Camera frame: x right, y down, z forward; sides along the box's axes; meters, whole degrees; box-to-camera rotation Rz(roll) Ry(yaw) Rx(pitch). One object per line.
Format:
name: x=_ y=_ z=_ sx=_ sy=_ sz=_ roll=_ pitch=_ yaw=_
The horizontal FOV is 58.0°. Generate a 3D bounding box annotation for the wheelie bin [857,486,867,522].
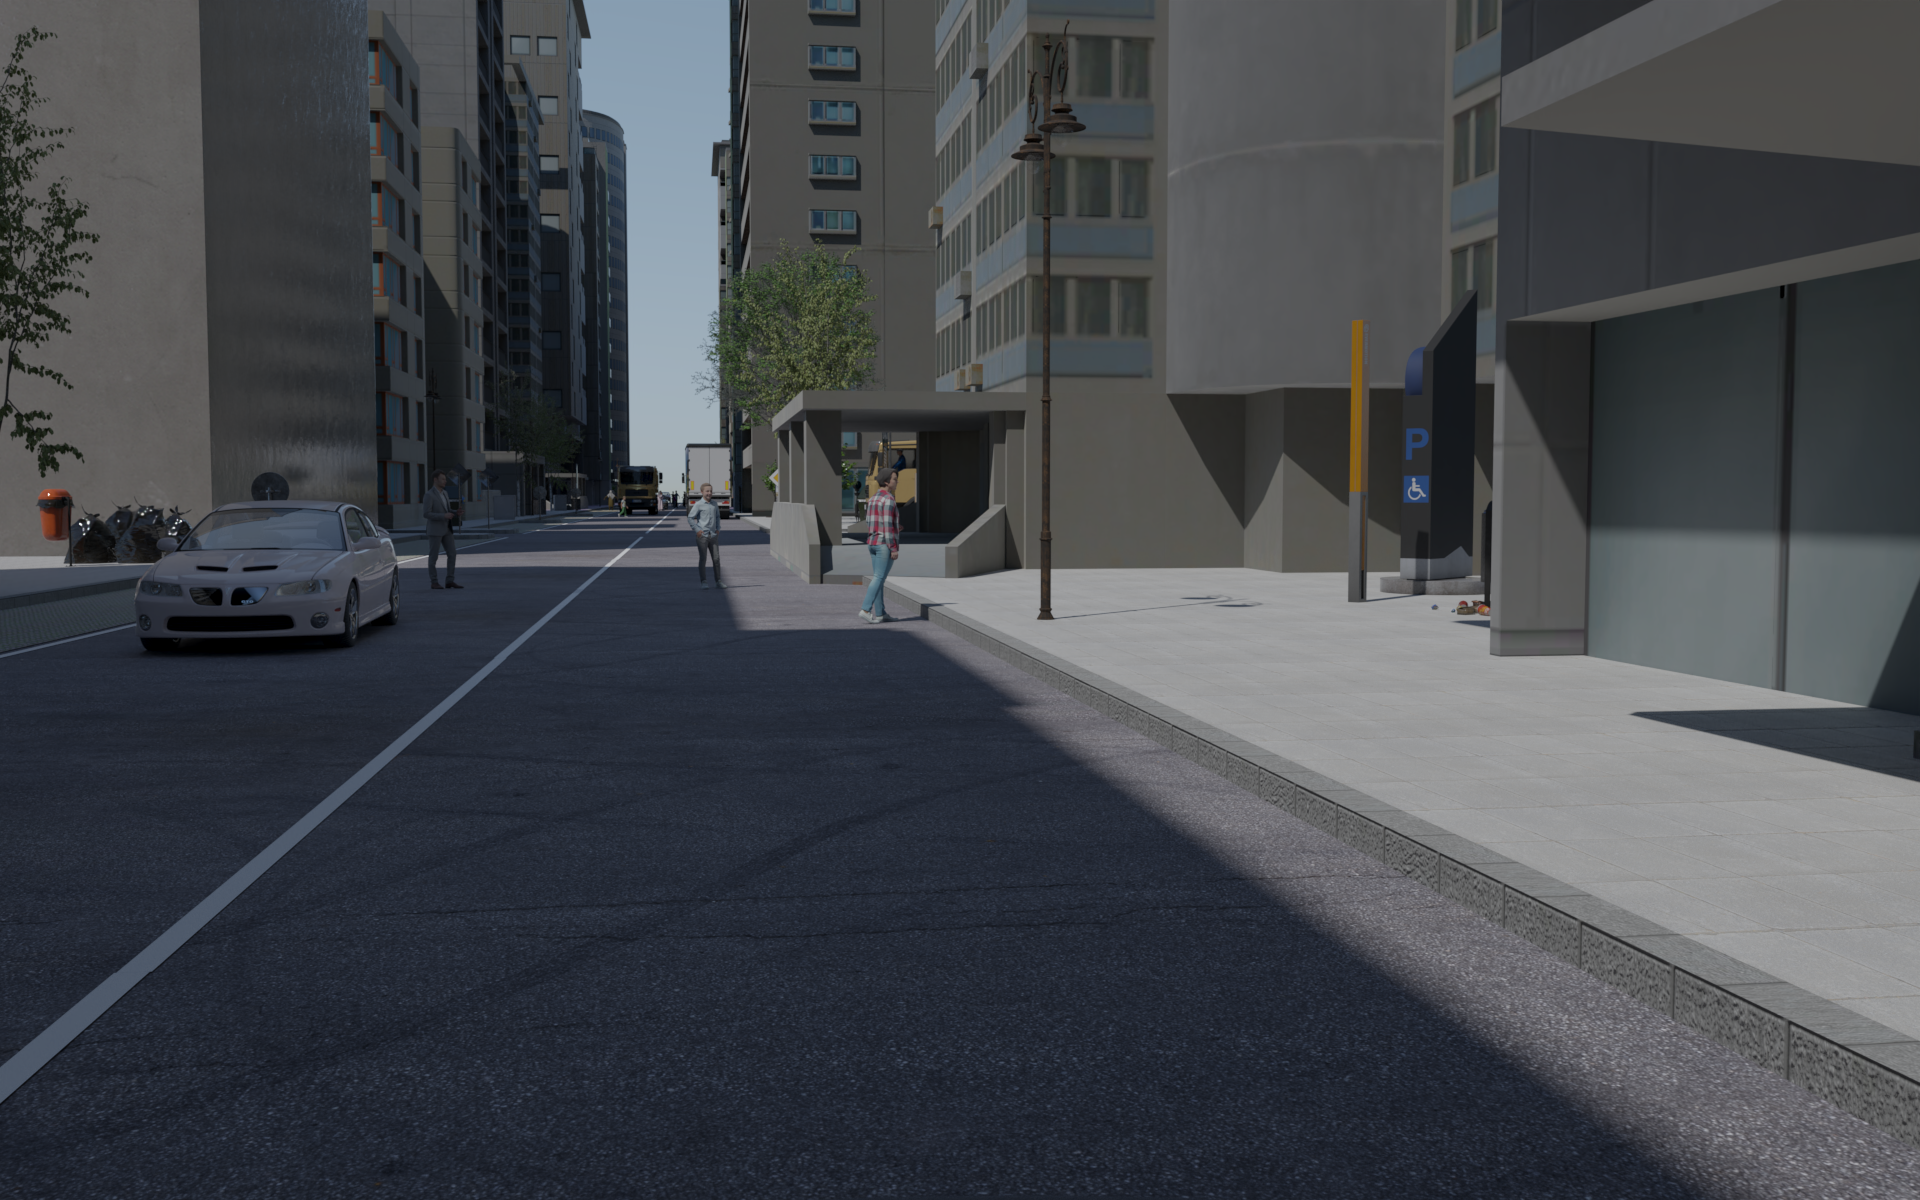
wheelie bin: x=-3.580 y=-3.660 z=67.744 sx=0.693 sy=1.594 sz=0.980 roll=-3 pitch=5 yaw=-41

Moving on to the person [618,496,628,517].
person: x=-20.715 y=-5.734 z=106.491 sx=0.590 sy=1.304 sz=0.306 roll=0 pitch=4 yaw=1

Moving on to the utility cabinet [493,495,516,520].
utility cabinet: x=-22.765 y=-4.608 z=86.503 sx=1.020 sy=1.237 sz=0.306 roll=-1 pitch=4 yaw=-16

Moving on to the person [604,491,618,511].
person: x=-30.096 y=-8.572 z=149.383 sx=1.217 sy=1.736 sz=0.721 roll=0 pitch=4 yaw=-6

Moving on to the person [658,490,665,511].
person: x=-25.800 y=-8.565 z=149.209 sx=0.621 sy=1.740 sz=0.551 roll=1 pitch=4 yaw=22

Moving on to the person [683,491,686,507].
person: x=-30.401 y=-11.181 z=191.830 sx=0.721 sy=1.766 sz=1.217 roll=0 pitch=4 yaw=2

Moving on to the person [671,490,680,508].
person: x=-29.621 y=-10.532 z=180.682 sx=1.348 sy=1.826 sz=0.705 roll=3 pitch=5 yaw=41

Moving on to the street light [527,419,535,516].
street light: x=-25.540 y=-7.985 z=103.347 sx=0.468 sy=5.910 sz=1.993 roll=-1 pitch=4 yaw=-9

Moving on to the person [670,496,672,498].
person: x=-46.389 y=-16.415 z=280.137 sx=1.065 sy=1.426 sz=0.557 roll=-1 pitch=4 yaw=-12

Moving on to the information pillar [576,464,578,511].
information pillar: x=-29.544 y=-8.694 z=133.503 sx=0.183 sy=3.616 sz=0.504 roll=-1 pitch=4 yaw=-10

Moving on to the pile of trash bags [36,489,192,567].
pile of trash bags: x=-15.712 y=-1.363 z=32.045 sx=1.912 sy=1.369 sz=3.447 roll=1 pitch=4 yaw=11

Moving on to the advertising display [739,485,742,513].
advertising display: x=-14.933 y=-6.882 z=117.741 sx=0.123 sy=1.923 sz=0.974 roll=0 pitch=4 yaw=-5

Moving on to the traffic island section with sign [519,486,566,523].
traffic island section with sign: x=-20.680 y=-4.698 z=85.436 sx=1.989 sy=1.847 sz=2.006 roll=-1 pitch=4 yaw=-9

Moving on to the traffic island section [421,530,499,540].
traffic island section: x=-16.038 y=-2.030 z=55.476 sx=2.009 sy=0.180 sz=2.903 roll=-1 pitch=4 yaw=-9

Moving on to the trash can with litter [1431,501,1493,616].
trash can with litter: x=6.013 y=-0.478 z=18.866 sx=1.678 sy=1.210 sz=2.233 roll=2 pitch=4 yaw=30

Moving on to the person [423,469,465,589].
person: x=-7.774 y=-1.065 z=26.119 sx=0.583 sy=1.804 sz=0.606 roll=1 pitch=4 yaw=14

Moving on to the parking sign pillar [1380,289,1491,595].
parking sign pillar: x=6.230 y=-2.083 z=22.526 sx=1.447 sy=3.967 sz=1.447 roll=3 pitch=5 yaw=40

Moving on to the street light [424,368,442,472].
street light: x=-19.307 y=-5.554 z=63.595 sx=0.468 sy=5.910 sz=1.993 roll=-1 pitch=4 yaw=-9

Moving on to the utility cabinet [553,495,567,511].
utility cabinet: x=-30.798 y=-7.473 z=133.340 sx=1.020 sy=1.237 sz=0.306 roll=-3 pitch=5 yaw=-43

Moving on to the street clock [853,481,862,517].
street clock: x=-5.634 y=-5.522 z=94.858 sx=0.471 sy=2.002 sz=0.358 roll=-3 pitch=5 yaw=-43

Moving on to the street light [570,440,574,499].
street light: x=-31.048 y=-10.155 z=138.819 sx=0.468 sy=5.910 sz=1.993 roll=-1 pitch=4 yaw=-9

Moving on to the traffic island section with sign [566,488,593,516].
traffic island section with sign: x=-24.828 y=-6.336 z=112.220 sx=1.989 sy=1.847 sz=2.006 roll=-1 pitch=4 yaw=-9

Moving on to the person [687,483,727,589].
person: x=-3.824 y=-0.971 z=26.189 sx=0.589 sy=1.601 sz=0.330 roll=-2 pitch=4 yaw=-31

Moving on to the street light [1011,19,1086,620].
street light: x=0.875 y=-2.736 z=17.527 sx=0.468 sy=5.910 sz=1.993 roll=-1 pitch=4 yaw=-9

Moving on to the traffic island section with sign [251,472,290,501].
traffic island section with sign: x=-12.198 y=-1.337 z=30.487 sx=1.989 sy=1.847 sz=2.006 roll=-1 pitch=4 yaw=-9

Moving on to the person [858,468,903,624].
person: x=-0.893 y=-0.610 z=19.307 sx=0.643 sy=1.720 sz=0.563 roll=-2 pitch=4 yaw=-24

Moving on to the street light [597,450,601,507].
street light: x=-37.096 y=-12.569 z=178.291 sx=0.468 sy=5.910 sz=1.993 roll=-1 pitch=4 yaw=-9

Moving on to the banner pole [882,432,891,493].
banner pole: x=-2.300 y=-3.963 z=54.815 sx=0.401 sy=3.779 sz=0.863 roll=1 pitch=4 yaw=22

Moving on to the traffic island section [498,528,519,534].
traffic island section: x=-17.258 y=-2.513 z=63.367 sx=2.009 sy=0.180 sz=2.903 roll=-1 pitch=4 yaw=-9

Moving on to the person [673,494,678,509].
person: x=-28.126 y=-9.745 z=171.052 sx=0.599 sy=1.433 sz=0.991 roll=-3 pitch=4 yaw=-36

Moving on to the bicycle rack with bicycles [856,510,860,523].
bicycle rack with bicycles: x=-3.188 y=-3.591 z=72.103 sx=2.925 sy=0.926 sz=2.852 roll=-3 pitch=5 yaw=-44

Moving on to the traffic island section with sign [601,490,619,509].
traffic island section with sign: x=-32.506 y=-9.374 z=161.886 sx=1.989 sy=1.847 sz=2.006 roll=-1 pitch=4 yaw=-9

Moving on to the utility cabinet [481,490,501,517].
utility cabinet: x=-25.393 y=-5.198 z=93.660 sx=0.318 sy=1.500 sz=1.173 roll=3 pitch=4 yaw=38

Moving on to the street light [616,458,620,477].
street light: x=-43.764 y=-15.212 z=221.506 sx=0.468 sy=5.910 sz=1.993 roll=-1 pitch=4 yaw=-9

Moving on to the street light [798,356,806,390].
street light: x=-5.040 y=-5.130 z=56.663 sx=0.468 sy=5.910 sz=1.993 roll=-1 pitch=4 yaw=-9

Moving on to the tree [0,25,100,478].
tree: x=-14.447 y=-4.573 z=25.130 sx=4.737 sy=8.622 sz=4.395 roll=0 pitch=3 yaw=0

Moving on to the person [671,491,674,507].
person: x=-32.168 y=-11.371 z=194.950 sx=0.750 sy=1.759 sz=0.617 roll=2 pitch=4 yaw=32

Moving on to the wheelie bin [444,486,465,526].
wheelie bin: x=-20.267 y=-3.742 z=69.097 sx=0.980 sy=1.594 sz=0.693 roll=-2 pitch=4 yaw=-25

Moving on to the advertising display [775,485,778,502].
advertising display: x=-7.817 y=-4.434 z=77.715 sx=0.974 sy=1.923 sz=0.123 roll=-1 pitch=4 yaw=-8
